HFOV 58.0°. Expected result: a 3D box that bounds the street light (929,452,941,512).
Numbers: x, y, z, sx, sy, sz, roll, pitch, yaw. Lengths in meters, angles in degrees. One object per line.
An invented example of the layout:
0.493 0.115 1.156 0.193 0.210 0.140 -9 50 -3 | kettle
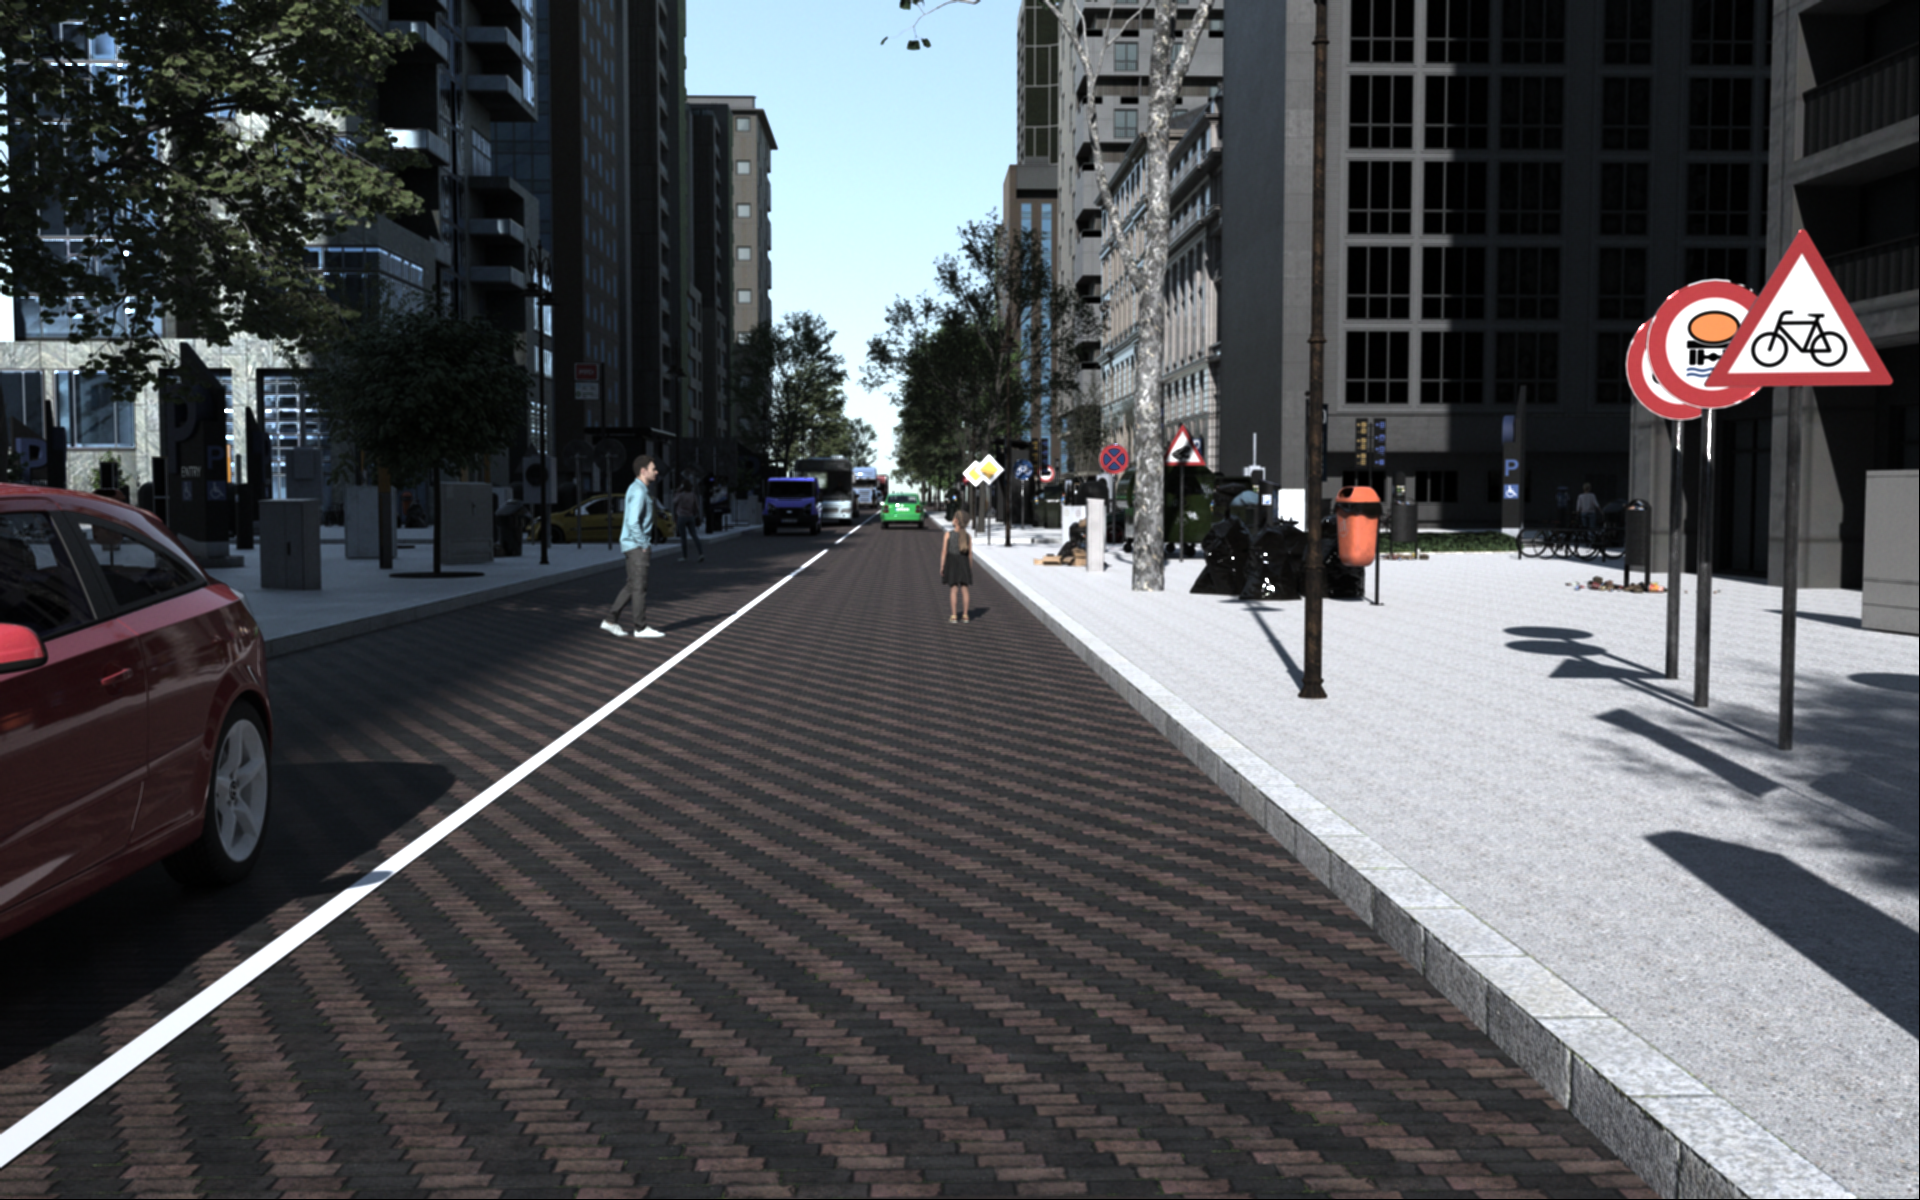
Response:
-2.004 -10.134 138.485 0.468 5.910 1.993 0 4 -2 | street light

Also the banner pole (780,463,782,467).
-12.613 -8.085 122.207 0.401 3.779 0.863 -1 4 -10 | banner pole

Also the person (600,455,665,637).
-3.298 -0.543 17.391 0.620 1.820 0.660 -1 4 -19 | person

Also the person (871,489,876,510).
-8.047 -9.349 160.986 0.705 1.869 1.348 -1 4 -9 | person

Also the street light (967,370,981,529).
0.503 -5.496 62.643 0.468 5.910 1.993 0 4 -2 | street light

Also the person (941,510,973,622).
-0.038 -0.384 19.445 0.362 1.253 0.373 -1 4 -11 | person

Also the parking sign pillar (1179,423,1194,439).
8.464 -4.679 64.975 1.447 3.967 1.447 -1 4 -22 | parking sign pillar

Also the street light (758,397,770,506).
-9.336 -6.731 82.837 0.468 5.910 1.993 0 4 -2 | street light

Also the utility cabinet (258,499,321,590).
-9.071 -0.750 23.431 1.020 1.237 0.306 3 4 36 | utility cabinet

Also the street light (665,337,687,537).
-8.365 -4.800 51.268 0.468 5.910 1.993 0 4 -2 | street light

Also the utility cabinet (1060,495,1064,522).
4.981 -4.207 79.954 1.020 1.237 0.306 -1 4 -22 | utility cabinet

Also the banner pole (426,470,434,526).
-21.201 -4.855 69.393 0.401 3.779 0.863 2 4 30 | banner pole

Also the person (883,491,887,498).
-10.112 -13.925 236.132 0.705 1.831 1.348 -3 4 -39 | person

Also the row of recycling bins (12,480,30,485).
-29.289 -2.710 51.414 1.069 1.692 3.534 2 4 34 | row of recycling bins

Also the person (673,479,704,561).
-5.736 -1.696 36.813 0.593 1.750 0.643 -3 4 -38 | person

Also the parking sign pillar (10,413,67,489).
-32.279 -4.395 60.329 1.447 3.967 1.447 2 4 30 | parking sign pillar

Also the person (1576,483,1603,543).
17.149 -2.317 47.059 0.731 1.740 0.598 1 4 16 | person

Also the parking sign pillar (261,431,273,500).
-21.895 -4.017 54.150 1.447 3.967 1.447 0 4 -7 | parking sign pillar

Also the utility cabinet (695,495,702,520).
-12.907 -4.550 85.548 0.306 1.237 1.020 -1 4 -16 | utility cabinet

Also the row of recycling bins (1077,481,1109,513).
4.182 -2.906 54.620 1.069 1.692 3.534 0 4 4 | row of recycling bins

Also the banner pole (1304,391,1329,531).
8.633 -3.193 42.215 0.863 3.779 0.401 -2 4 -27 | banner pole

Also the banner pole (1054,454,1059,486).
6.057 -7.272 108.910 0.401 3.779 0.863 2 4 28 | banner pole

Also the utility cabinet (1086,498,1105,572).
2.272 -1.096 29.075 0.306 1.237 1.020 0 4 3 | utility cabinet

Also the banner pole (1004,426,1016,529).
1.790 -4.545 64.325 0.401 3.779 0.863 -1 4 -20 | banner pole

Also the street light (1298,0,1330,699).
2.227 -2.323 10.762 0.468 5.910 1.993 0 4 -2 | street light

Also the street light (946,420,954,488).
-0.554 -7.438 94.403 0.468 5.910 1.993 0 4 -2 | street light

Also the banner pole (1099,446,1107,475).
7.395 -6.088 89.549 0.401 3.779 0.863 3 5 45 | banner pole

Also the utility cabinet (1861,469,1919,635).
8.741 -0.433 15.762 0.318 1.500 1.173 0 4 -7 | utility cabinet

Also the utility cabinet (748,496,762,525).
-8.608 -3.764 72.698 0.306 1.237 1.020 -2 4 -27 | utility cabinet

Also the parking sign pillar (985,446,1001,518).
1.994 -6.405 93.186 1.447 3.967 1.447 -1 4 -11 | parking sign pillar

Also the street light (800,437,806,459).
-10.396 -8.663 114.435 0.468 5.910 1.993 0 4 -2 | street light

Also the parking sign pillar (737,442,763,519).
-10.659 -6.060 87.556 1.447 3.967 1.447 -2 4 -24 | parking sign pillar

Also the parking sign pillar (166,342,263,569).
-13.356 -2.560 30.326 1.447 3.967 1.447 3 5 39 | parking sign pillar

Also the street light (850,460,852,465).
-13.395 -14.594 211.391 0.468 5.910 1.993 0 4 -2 | street light

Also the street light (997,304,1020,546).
1.177 -4.253 42.328 0.468 5.910 1.993 0 4 -2 | street light

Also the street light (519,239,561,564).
-7.635 -3.599 31.631 0.468 5.910 1.993 0 4 -2 | street light

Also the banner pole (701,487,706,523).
-11.180 -5.296 76.610 0.863 3.779 0.401 -3 4 -36 | banner pole

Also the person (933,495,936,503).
-3.128 -11.968 207.399 0.599 1.433 0.991 2 4 35 | person

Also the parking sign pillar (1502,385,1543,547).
13.582 -3.302 42.464 1.447 3.967 1.447 1 4 23 | parking sign pillar

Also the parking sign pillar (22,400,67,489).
-26.258 -3.785 50.352 1.447 3.967 1.447 -2 4 -24 | parking sign pillar

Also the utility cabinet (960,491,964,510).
0.000 -6.256 110.957 0.318 1.500 1.173 1 4 15 | utility cabinet

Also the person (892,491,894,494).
-8.576 -13.159 223.628 0.705 1.826 1.348 -1 4 -21 | person

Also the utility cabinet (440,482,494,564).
-9.103 -1.417 31.840 0.318 1.500 1.173 2 4 29 | utility cabinet

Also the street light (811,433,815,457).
-10.808 -9.475 127.697 0.468 5.910 1.993 0 4 -2 | street light

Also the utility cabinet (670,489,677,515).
-17.377 -5.815 103.753 1.173 1.500 0.318 3 4 37 | utility cabinet

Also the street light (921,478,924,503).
-4.034 -14.018 201.987 0.468 5.910 1.993 0 4 -2 | street light
